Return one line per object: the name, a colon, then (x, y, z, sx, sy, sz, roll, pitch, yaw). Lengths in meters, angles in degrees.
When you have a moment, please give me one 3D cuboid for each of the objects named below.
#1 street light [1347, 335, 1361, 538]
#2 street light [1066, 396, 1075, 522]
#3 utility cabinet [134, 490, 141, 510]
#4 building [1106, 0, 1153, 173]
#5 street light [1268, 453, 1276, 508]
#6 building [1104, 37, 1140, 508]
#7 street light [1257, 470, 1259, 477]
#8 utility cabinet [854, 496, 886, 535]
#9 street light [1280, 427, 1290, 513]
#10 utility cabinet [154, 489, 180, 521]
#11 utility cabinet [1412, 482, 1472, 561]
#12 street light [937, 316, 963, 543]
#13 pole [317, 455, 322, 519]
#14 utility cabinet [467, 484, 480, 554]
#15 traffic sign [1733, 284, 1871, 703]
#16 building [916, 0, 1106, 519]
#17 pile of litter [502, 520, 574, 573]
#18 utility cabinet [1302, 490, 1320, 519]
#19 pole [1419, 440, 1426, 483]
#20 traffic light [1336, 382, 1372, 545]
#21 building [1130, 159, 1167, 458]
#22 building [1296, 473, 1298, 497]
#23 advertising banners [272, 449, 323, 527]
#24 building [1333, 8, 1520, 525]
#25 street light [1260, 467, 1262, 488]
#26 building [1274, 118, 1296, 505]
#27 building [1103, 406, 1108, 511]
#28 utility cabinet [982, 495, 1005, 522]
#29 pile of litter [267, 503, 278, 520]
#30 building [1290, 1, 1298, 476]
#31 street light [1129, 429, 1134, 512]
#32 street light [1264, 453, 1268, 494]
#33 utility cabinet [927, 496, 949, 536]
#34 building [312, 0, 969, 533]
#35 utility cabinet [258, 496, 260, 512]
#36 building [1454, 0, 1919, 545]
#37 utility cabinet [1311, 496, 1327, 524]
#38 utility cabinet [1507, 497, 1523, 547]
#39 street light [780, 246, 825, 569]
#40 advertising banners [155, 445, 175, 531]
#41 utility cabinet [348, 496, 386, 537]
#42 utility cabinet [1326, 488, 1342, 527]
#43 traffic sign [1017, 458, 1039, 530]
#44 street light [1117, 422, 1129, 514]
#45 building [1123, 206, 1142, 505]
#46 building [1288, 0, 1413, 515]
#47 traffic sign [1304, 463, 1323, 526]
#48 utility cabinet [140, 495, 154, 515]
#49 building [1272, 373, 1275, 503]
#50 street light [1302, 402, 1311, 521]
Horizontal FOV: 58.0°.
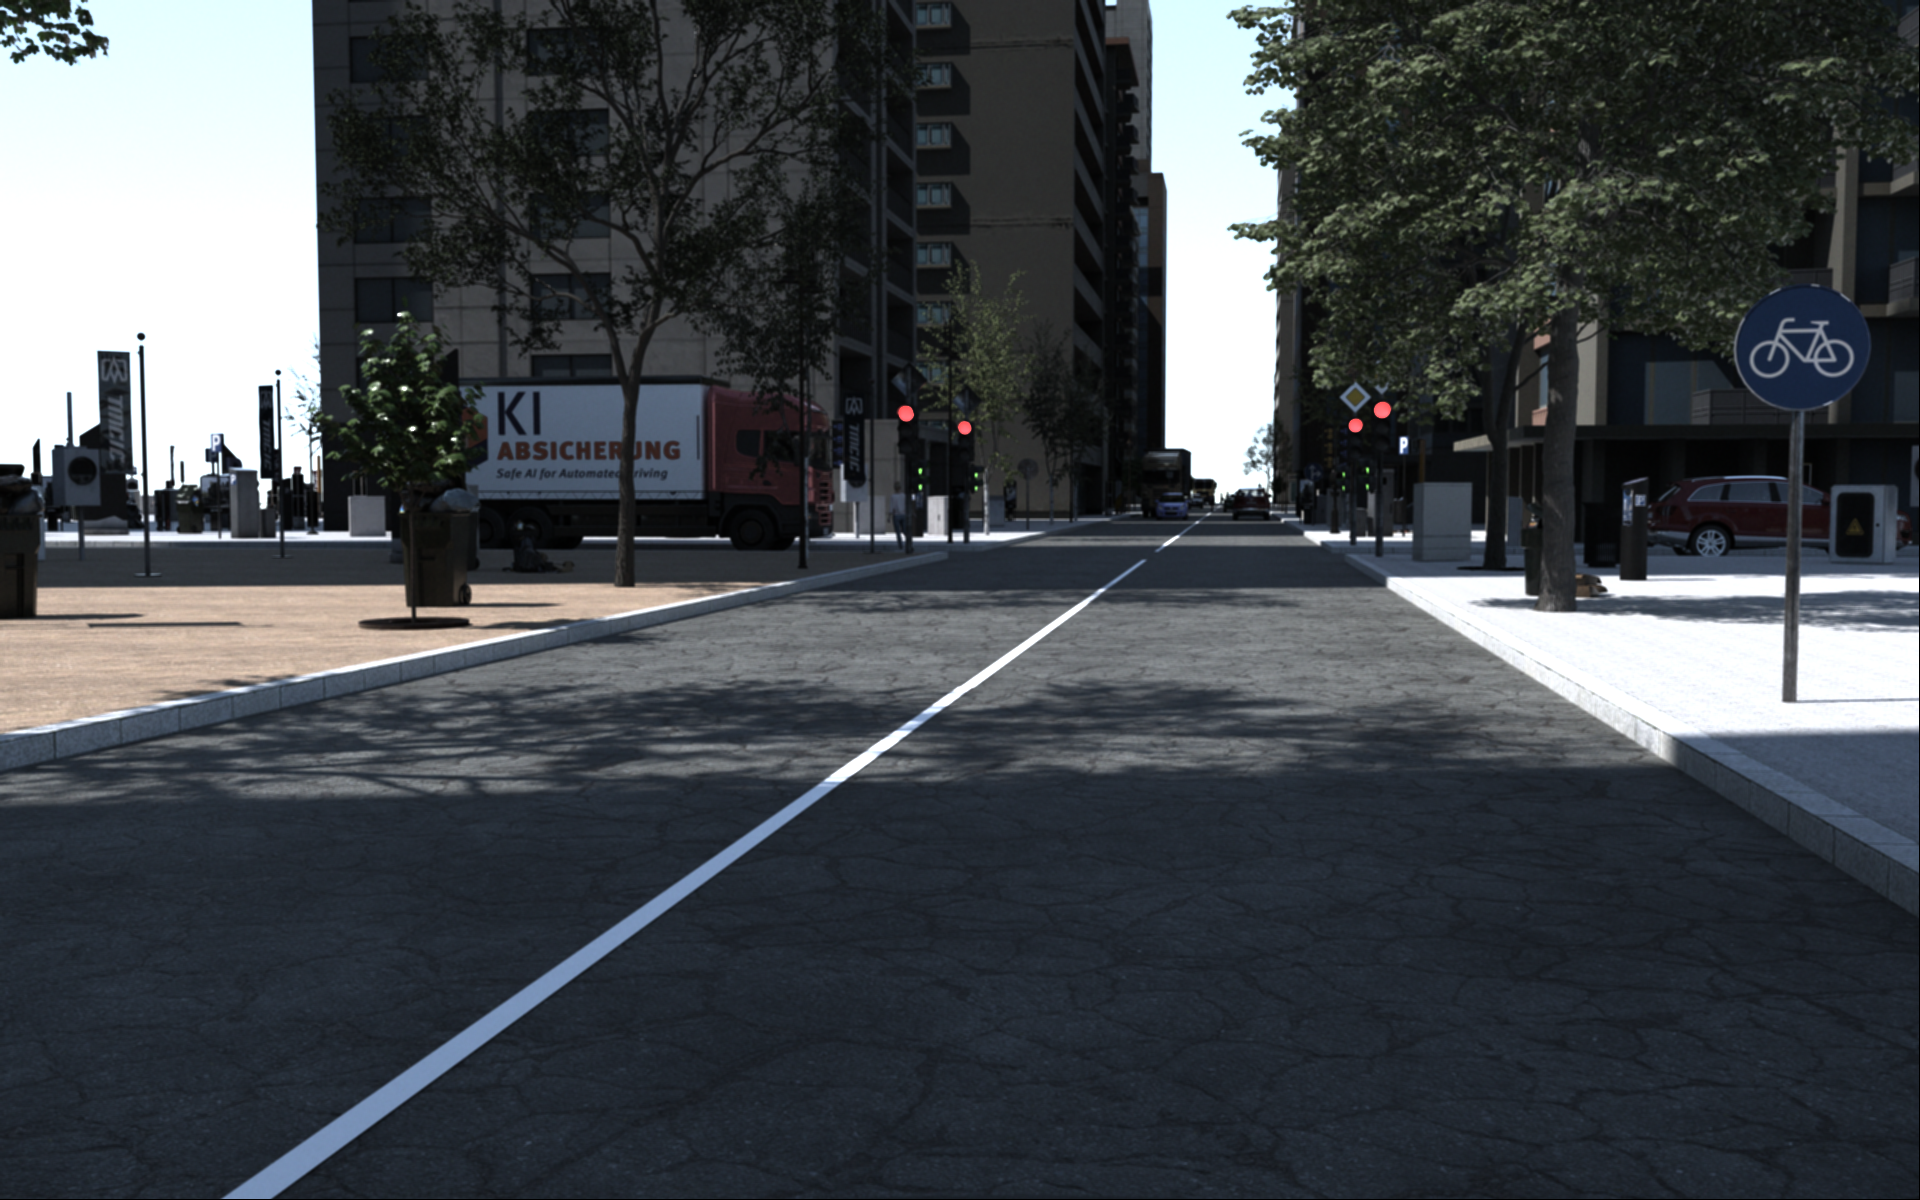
street light: (11.430, -4.743, 50.333, 0.468, 5.910, 1.993, 1, 4, 9)
street light: (5.032, -6.451, 78.267, 0.468, 5.910, 1.993, 1, 4, 9)
utility cabinet: (-45.359, -5.247, 94.469, 1.173, 1.500, 0.318, 0, 4, -4)
building: (19.796, -49.902, 254.145, 20.563, 71.187, 20.611, 1, 4, 9)
street light: (28.681, -11.347, 158.304, 0.468, 5.910, 1.993, 1, 4, 9)
building: (5.620, -31.278, 166.015, 22.147, 44.769, 28.867, 1, 4, 9)
street light: (41.967, -16.450, 241.736, 0.468, 5.910, 1.993, 1, 4, 9)
utility cabinet: (-2.874, -2.680, 54.982, 1.020, 1.237, 0.306, -2, 4, -32)
street light: (23.358, -9.327, 125.290, 0.468, 5.910, 1.993, 1, 4, 9)
utility cabinet: (-36.514, -4.353, 79.855, 1.173, 1.500, 0.318, 0, 4, 3)
utility cabinet: (9.220, -1.496, 33.142, 1.173, 1.500, 0.318, -2, 4, -25)
street light: (-0.256, -4.422, 45.090, 0.468, 5.910, 1.993, 1, 4, 9)
pole: (-33.574, -5.927, 90.749, 0.158, 3.312, 0.155, 0, 3, 0)
utility cabinet: (-10.564, -1.688, 36.273, 0.318, 1.500, 1.173, 2, 4, 23)
traffic sign: (5.116, -0.642, 10.606, 0.768, 2.556, 0.104, 1, 4, 13)
building: (-3.162, -29.062, 98.864, 21.300, 48.544, 21.600, 1, 4, 9)
pile of litter: (-7.007, -0.907, 28.797, 1.176, 0.858, 1.719, -1, 4, -16)
utility cabinet: (17.624, -4.766, 86.610, 0.318, 1.500, 1.173, -2, 4, -34)
pole: (17.345, -4.353, 65.013, 0.158, 3.312, 0.155, 0, 3, 0)
traffic light: (9.828, -3.323, 43.252, 0.839, 4.253, 0.868, 1, 4, 9)
building: (20.871, -35.826, 235.862, 14.600, 45.320, 14.200, 1, 4, 9)
building: (37.225, -28.783, 154.193, 14.154, 41.232, 14.086, 1, 4, 9)
advertising banners: (-25.880, -4.353, 67.359, 0.090, 3.025, 2.074, 3, 5, 41)
building: (33.603, -23.608, 77.865, 32.217, 40.220, 23.993, 1, 4, 9)
street light: (36.649, -14.396, 208.155, 0.468, 5.910, 1.993, 1, 4, 9)
building: (49.732, -35.987, 212.091, 21.300, 48.544, 21.600, 1, 4, 9)
building: (0.969, -50.309, 135.225, 22.319, 86.520, 31.000, 1, 4, 9)
utility cabinet: (1.547, -4.185, 79.590, 1.020, 1.237, 0.306, 0, 4, 2)
pile of litter: (-33.863, -4.318, 84.572, 1.176, 0.858, 1.719, 0, 4, -5)
building: (47.816, -35.749, 173.727, 28.713, 52.752, 27.495, 1, 4, 9)
street light: (11.828, -9.046, 120.691, 0.468, 5.910, 1.993, 1, 4, 9)
street light: (34.036, -13.407, 191.991, 0.468, 5.910, 1.993, 1, 4, 9)
utility cabinet: (-0.638, -2.618, 53.968, 0.306, 1.237, 1.020, -2, 4, -32)
building: (-10.405, -38.416, 66.360, 20.563, 71.187, 20.611, 1, 4, 9)
utility cabinet: (-24.693, -3.009, 60.354, 0.306, 1.237, 1.020, 0, 4, -4)
building: (30.135, -24.224, 50.689, 28.867, 44.769, 22.147, 1, 4, 9)
utility cabinet: (15.473, -3.905, 75.006, 1.020, 1.237, 0.306, -1, 4, -23)
utility cabinet: (13.615, -1.915, 42.472, 0.306, 1.237, 1.020, 1, 4, 22)
street light: (-2.715, -3.481, 29.703, 0.468, 5.910, 1.993, 1, 4, 9)
advertising banners: (-28.045, -3.976, 61.198, 0.090, 3.025, 2.074, 0, 4, -6)
utility cabinet: (-17.900, -2.515, 52.284, 1.020, 1.237, 0.306, -2, 4, -30)
utility cabinet: (14.638, -3.611, 67.714, 0.318, 1.500, 1.173, 0, 4, -3)
traffic sign: (2.420, -3.774, 61.805, 0.768, 2.556, 0.104, 1, 4, 11)
street light: (10.357, -8.471, 111.281, 0.468, 5.910, 1.993, 1, 4, 9)
building: (9.670, -32.172, 217.894, 32.217, 40.220, 23.993, 1, 4, 9)
building: (27.813, -27.884, 106.019, 14.600, 45.320, 14.200, 1, 4, 9)
traffic sign: (14.323, -4.286, 70.175, 0.768, 2.556, 0.104, 1, 4, 9)
utility cabinet: (-50.782, -5.937, 108.231, 0.306, 1.237, 1.020, 2, 4, 25)
building: (57.293, -24.014, 237.668, 27.650, 21.520, 28.899, 1, 4, 9)
street light: (16.643, -6.763, 83.365, 0.468, 5.910, 1.993, 1, 4, 9)
